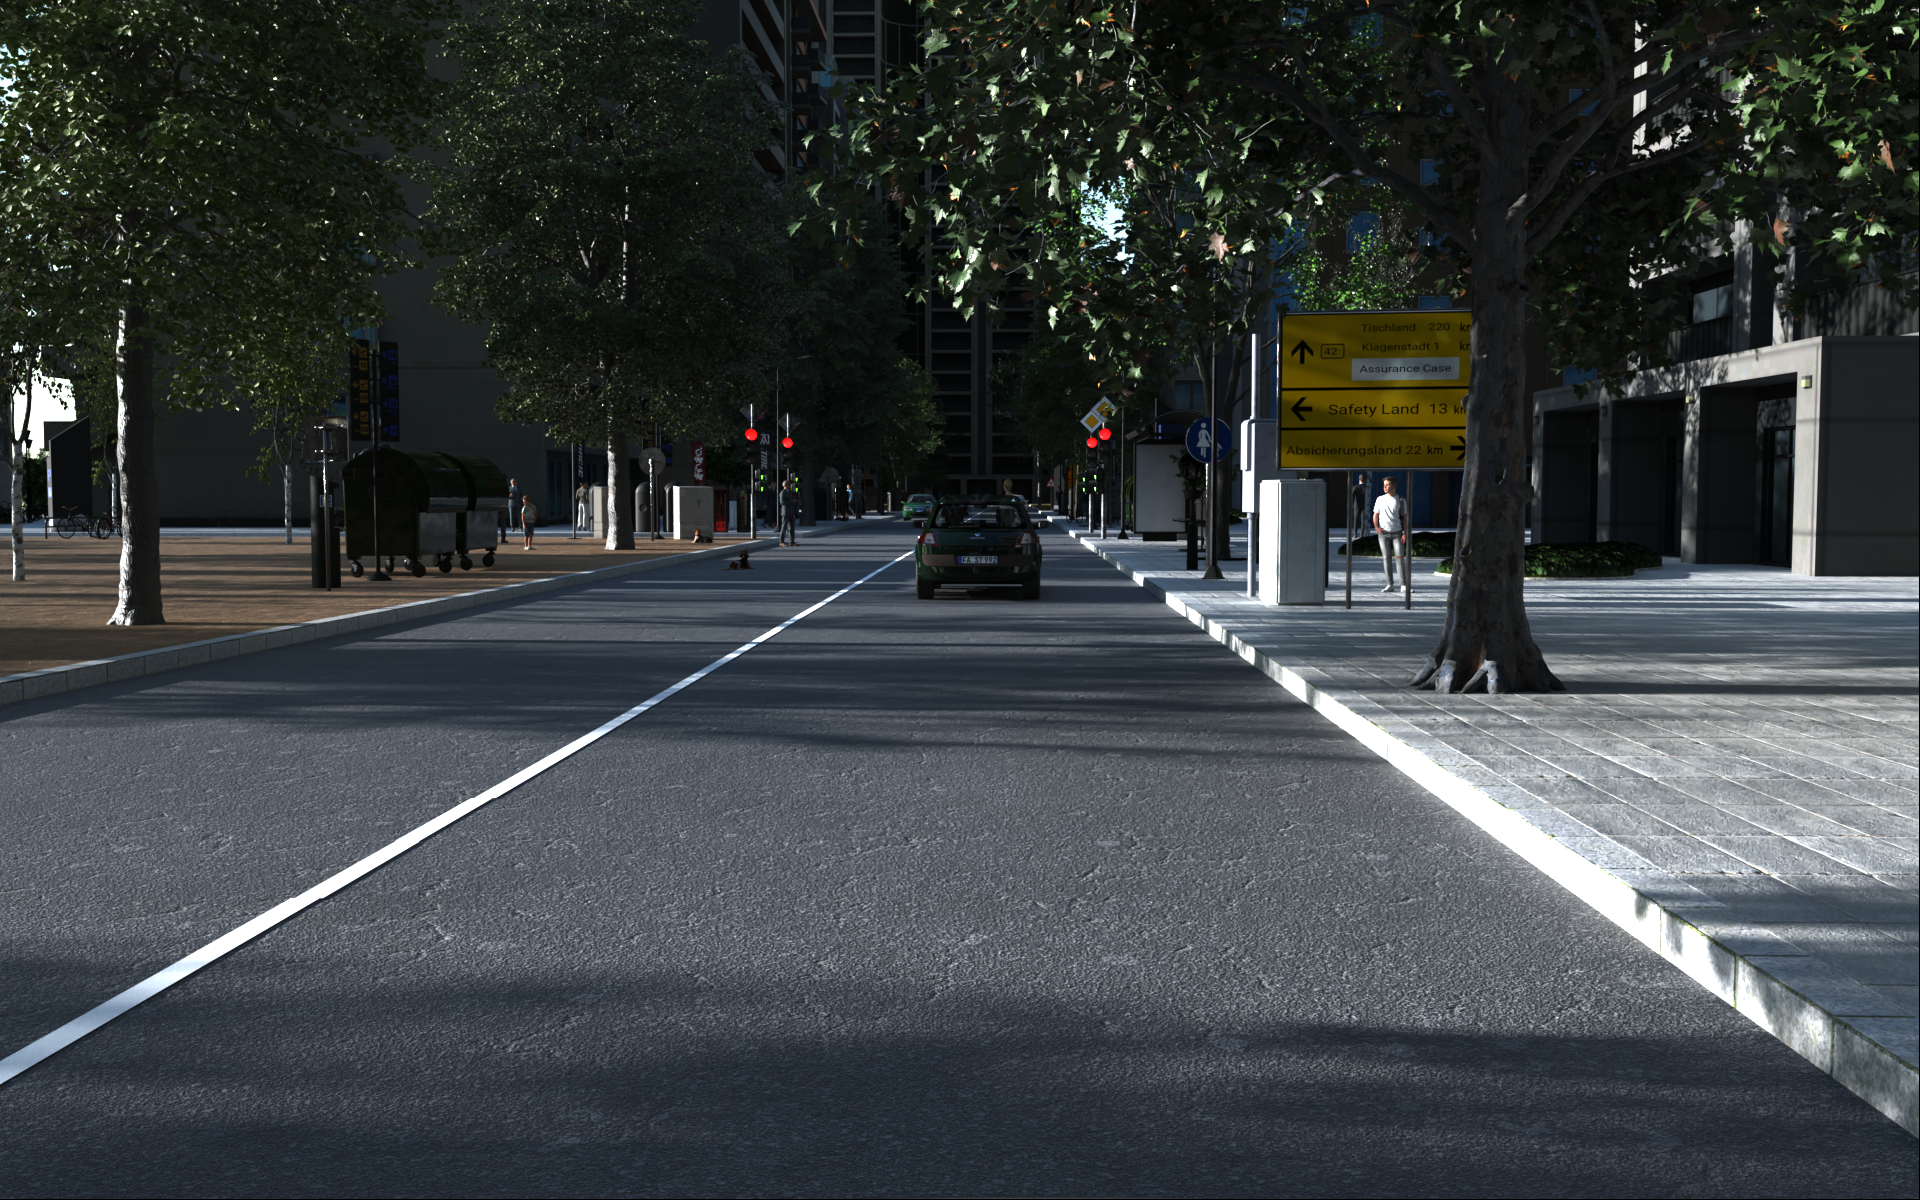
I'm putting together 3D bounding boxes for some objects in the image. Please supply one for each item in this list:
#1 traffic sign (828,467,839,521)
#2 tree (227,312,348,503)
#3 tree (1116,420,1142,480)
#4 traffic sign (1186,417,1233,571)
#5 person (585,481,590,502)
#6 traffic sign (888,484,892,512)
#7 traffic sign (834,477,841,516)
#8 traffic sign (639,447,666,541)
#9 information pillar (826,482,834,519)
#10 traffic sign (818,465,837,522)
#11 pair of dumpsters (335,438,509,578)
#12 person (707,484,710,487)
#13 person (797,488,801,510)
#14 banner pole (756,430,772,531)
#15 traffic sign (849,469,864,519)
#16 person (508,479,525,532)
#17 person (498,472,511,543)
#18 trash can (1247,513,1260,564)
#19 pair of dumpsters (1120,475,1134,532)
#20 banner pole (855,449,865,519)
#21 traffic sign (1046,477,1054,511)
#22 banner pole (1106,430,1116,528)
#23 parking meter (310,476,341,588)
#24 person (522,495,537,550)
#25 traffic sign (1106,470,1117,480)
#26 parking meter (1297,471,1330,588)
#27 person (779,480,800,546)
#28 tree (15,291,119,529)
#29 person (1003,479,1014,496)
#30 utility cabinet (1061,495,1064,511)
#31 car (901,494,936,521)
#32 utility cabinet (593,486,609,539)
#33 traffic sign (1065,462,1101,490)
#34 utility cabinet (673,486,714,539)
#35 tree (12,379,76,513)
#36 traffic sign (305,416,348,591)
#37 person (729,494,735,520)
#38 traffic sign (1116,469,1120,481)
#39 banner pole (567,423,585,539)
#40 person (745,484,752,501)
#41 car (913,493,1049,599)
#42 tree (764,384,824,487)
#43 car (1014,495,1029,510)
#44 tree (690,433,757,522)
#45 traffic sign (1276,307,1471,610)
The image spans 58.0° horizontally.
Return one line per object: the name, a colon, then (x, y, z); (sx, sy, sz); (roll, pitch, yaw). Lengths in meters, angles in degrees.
traffic sign: (-6.144, -5.032, 82.374); (0.768, 2.556, 0.104); (0, 4, 8)
tree: (-24.553, -6.897, 63.136); (4.360, 8.622, 3.978); (0, 3, 0)
tree: (12.313, -10.986, 129.984); (4.360, 8.622, 3.978); (0, 3, 0)
traffic sign: (4.106, -1.745, 28.631); (0.768, 2.556, 0.104); (0, 4, 2)
person: (-15.354, -3.991, 71.421); (0.853, 1.813, 0.709); (-3, 5, -40)
traffic sign: (-5.137, -7.585, 124.121); (0.768, 2.556, 0.104); (0, 4, 7)
traffic sign: (-7.237, -6.048, 101.007); (0.606, 2.300, 0.079); (0, 4, 5)
traffic sign: (-8.372, -2.874, 47.090); (0.768, 2.556, 0.104); (1, 4, 10)
information pillar: (-6.595, -5.104, 87.938); (0.304, 2.012, 0.304); (2, 4, 35)
traffic sign: (-5.992, -4.789, 78.311); (0.884, 2.594, 0.081); (0, 4, 7)
pair of dumpsters: (-8.792, -1.592, 28.531); (1.574, 2.255, 4.437); (0, 4, 2)
person: (-12.168, -4.736, 83.726); (0.600, 1.795, 0.529); (-1, 4, -15)
person: (-10.709, -6.568, 113.782); (0.694, 1.780, 0.624); (-1, 4, -12)
banner pole: (-6.905, -4.266, 59.758); (0.863, 3.779, 0.401); (1, 4, 9)
traffic sign: (-5.254, -5.362, 87.779); (0.768, 2.556, 0.104); (0, 4, 7)
person: (-15.096, -3.216, 58.803); (0.661, 1.801, 0.590); (-1, 4, -22)
person: (-12.116, -2.419, 45.405); (0.655, 1.846, 0.447); (-1, 4, -15)
trash can: (5.626, -1.248, 32.059); (0.748, 1.137, 0.748); (0, 3, 0)
pair of dumpsters: (6.354, -3.443, 58.789); (1.574, 2.255, 4.437); (0, 4, 2)
banner pole: (-5.274, -6.112, 89.946); (0.401, 3.779, 0.863); (2, 4, 27)
traffic sign: (6.919, -8.029, 131.284); (0.884, 2.594, 0.081); (0, 4, 6)
banner pole: (5.854, -4.674, 66.429); (0.401, 3.779, 0.863); (1, 4, 23)
parking meter: (-8.679, -0.934, 23.688); (0.372, 1.533, 0.369); (0, 3, 0)
person: (-9.895, -1.779, 39.817); (0.332, 1.250, 0.352); (0, 4, 5)
traffic sign: (7.317, -5.203, 85.182); (0.768, 2.556, 0.104); (1, 4, 10)
parking meter: (4.843, -1.104, 23.766); (0.399, 1.863, 0.255); (-1, 4, -18)
person: (-4.649, -2.369, 47.404); (0.590, 1.801, 0.661); (1, 4, 16)
tree: (-30.936, -6.919, 63.491); (4.737, 8.622, 4.395); (0, 3, 0)
person: (1.154, -1.625, 35.736); (0.598, 1.740, 0.731); (1, 4, 11)
utility cabinet: (6.837, -6.316, 114.431); (0.306, 1.237, 1.020); (1, 4, 12)
car: (-2.088, -5.028, 94.001); (2.131, 1.459, 4.920); (0, 4, 2)
utility cabinet: (-10.036, -2.507, 49.663); (0.318, 1.500, 1.173); (1, 4, 23)
traffic sign: (7.821, -7.111, 110.129); (2.265, 3.308, 0.079); (0, 4, 8)
utility cabinet: (-7.485, -2.448, 48.705); (0.318, 1.500, 1.173); (3, 5, 44)
tree: (-59.756, -13.223, 118.013); (13.155, 14.587, 18.604); (0, 4, -3)
traffic sign: (-8.321, -1.262, 22.766); (0.606, 2.300, 0.079); (1, 4, 10)
person: (-11.056, -4.491, 83.739); (0.475, 1.303, 0.640); (-2, 4, -31)
traffic sign: (7.529, -5.221, 85.463); (0.768, 2.556, 0.104); (0, 4, 5)
banner pole: (-10.903, -3.633, 49.418); (0.401, 3.779, 0.863); (1, 4, 18)
person: (-10.486, -4.831, 85.216); (0.526, 1.800, 0.537); (-2, 4, -34)
car: (0.291, -0.929, 24.983); (2.009, 1.686, 4.222); (0, 4, 2)
tree: (-10.322, -9.684, 108.694); (4.737, 8.622, 4.395); (0, 3, 0)
car: (3.885, -6.833, 124.083); (2.083, 1.381, 4.827); (0, 4, 1)
tree: (-10.522, -5.834, 79.098); (4.285, 4.588, 4.351); (0, 3, 0)
traffic sign: (4.651, -1.547, 19.159); (2.265, 3.308, 0.079); (1, 4, 10)
